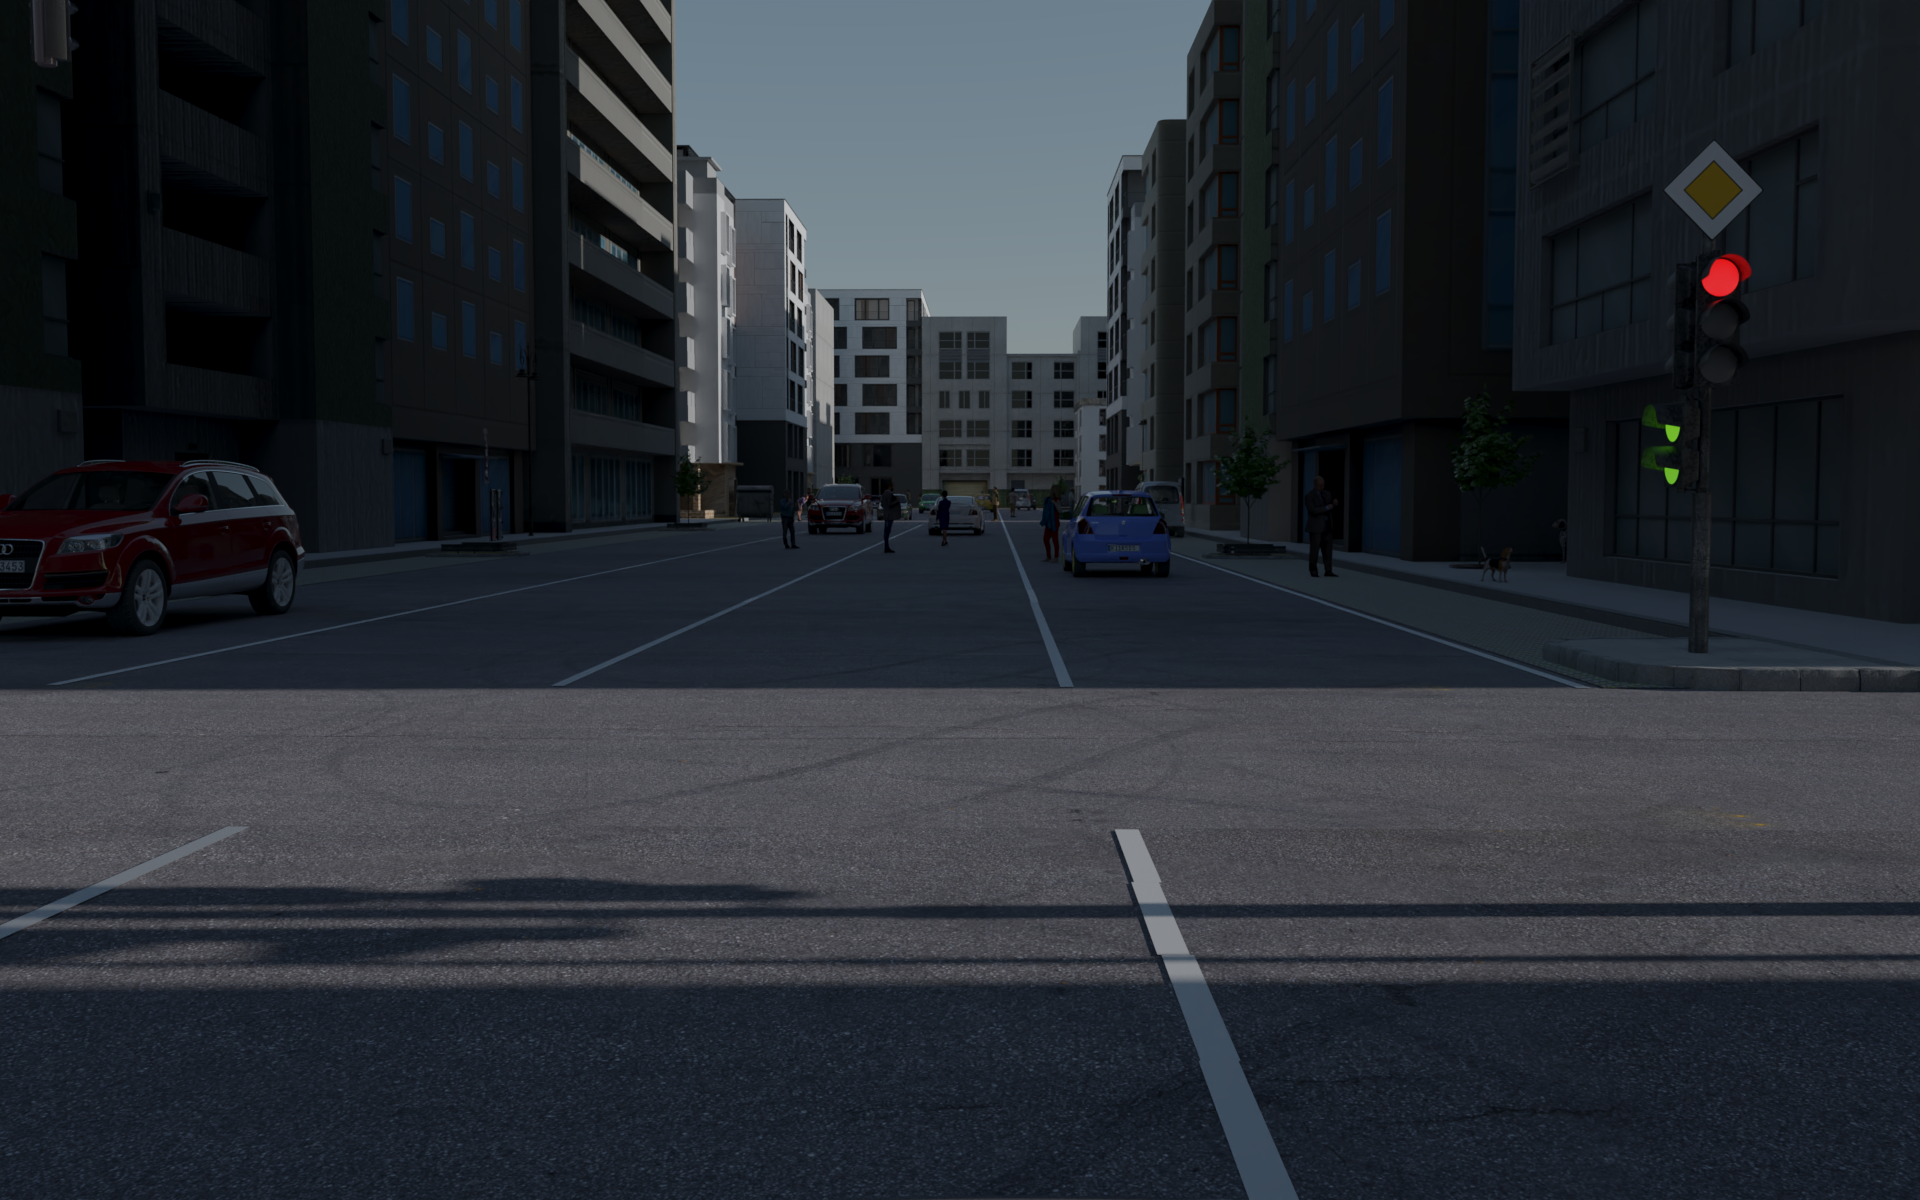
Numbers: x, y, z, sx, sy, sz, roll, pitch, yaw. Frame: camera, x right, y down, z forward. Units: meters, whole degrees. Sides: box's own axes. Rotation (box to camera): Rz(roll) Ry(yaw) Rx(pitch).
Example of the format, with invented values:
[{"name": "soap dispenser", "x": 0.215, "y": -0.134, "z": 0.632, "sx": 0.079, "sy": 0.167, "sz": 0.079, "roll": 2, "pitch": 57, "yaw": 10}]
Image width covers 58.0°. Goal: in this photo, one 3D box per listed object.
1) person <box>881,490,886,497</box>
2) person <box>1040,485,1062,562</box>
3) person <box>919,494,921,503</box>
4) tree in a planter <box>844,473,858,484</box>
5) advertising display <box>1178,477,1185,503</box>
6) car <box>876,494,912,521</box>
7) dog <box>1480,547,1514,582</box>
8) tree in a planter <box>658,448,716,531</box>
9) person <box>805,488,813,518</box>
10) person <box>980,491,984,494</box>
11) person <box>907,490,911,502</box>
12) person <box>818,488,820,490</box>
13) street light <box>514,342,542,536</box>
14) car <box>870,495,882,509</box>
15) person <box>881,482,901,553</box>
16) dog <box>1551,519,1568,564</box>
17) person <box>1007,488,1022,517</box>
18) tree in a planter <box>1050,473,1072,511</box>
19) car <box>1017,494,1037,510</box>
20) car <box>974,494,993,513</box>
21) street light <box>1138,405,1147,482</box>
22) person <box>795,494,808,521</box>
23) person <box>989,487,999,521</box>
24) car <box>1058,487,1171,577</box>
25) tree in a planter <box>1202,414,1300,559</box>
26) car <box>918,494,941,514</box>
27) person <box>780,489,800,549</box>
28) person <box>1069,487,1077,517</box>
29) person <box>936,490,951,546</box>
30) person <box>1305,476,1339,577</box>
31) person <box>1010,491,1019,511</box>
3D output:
[{"name": "person", "x": -4.799, "y": -6.319, "z": 112.605, "sx": 0.721, "sy": 1.735, "sz": 1.217, "roll": 2, "pitch": 4, "yaw": 34}, {"name": "person", "x": 1.907, "y": -1.600, "z": 36.364, "sx": 0.444, "sy": 1.614, "sz": 0.593, "roll": 0, "pitch": 4, "yaw": -2}, {"name": "person", "x": -3.637, "y": -8.984, "z": 158.647, "sx": 0.557, "sy": 1.426, "sz": 1.065, "roll": 1, "pitch": 4, "yaw": 16}, {"name": "tree in a planter", "x": -9.160, "y": -8.989, "z": 144.186, "sx": 1.991, "sy": 3.239, "sz": 1.994, "roll": 0, "pitch": 4, "yaw": 1}, {"name": "advertising display", "x": 8.454, "y": -3.734, "z": 66.264, "sx": 0.123, "sy": 1.923, "sz": 0.974, "roll": 0, "pitch": 4, "yaw": -1}, {"name": "car", "x": -3.567, "y": -5.191, "z": 94.655, "sx": 2.009, "sy": 1.686, "sz": 4.222, "roll": 0, "pitch": 4, "yaw": 2}, {"name": "dog", "x": 7.847, "y": -0.519, "z": 25.310, "sx": 0.540, "sy": 0.507, "sz": 0.406, "roll": 2, "pitch": 4, "yaw": 27}, {"name": "tree in a planter", "x": -10.556, "y": -4.280, "z": 67.194, "sx": 1.991, "sy": 3.239, "sz": 1.994, "roll": 0, "pitch": 4, "yaw": 1}, {"name": "person", "x": -9.084, "y": -5.835, "z": 103.924, "sx": 0.705, "sy": 1.821, "sz": 1.348, "roll": -2, "pitch": 4, "yaw": -30}, {"name": "person", "x": 2.075, "y": -9.416, "z": 163.117, "sx": 0.621, "sy": 1.740, "sz": 0.551, "roll": -3, "pitch": 4, "yaw": -39}, {"name": "person", "x": -4.844, "y": -9.371, "z": 161.813, "sx": 0.705, "sy": 1.812, "sz": 1.348, "roll": 1, "pitch": 4, "yaw": 18}, {"name": "person", "x": -7.885, "y": -5.537, "z": 99.553, "sx": 0.721, "sy": 1.766, "sz": 1.217, "roll": -2, "pitch": 4, "yaw": -26}, {"name": "street light", "x": -13.151, "y": -4.901, "z": 52.919, "sx": 0.468, "sy": 5.910, "sz": 1.993, "roll": 0, "pitch": 4, "yaw": 1}, {"name": "car", "x": -6.995, "y": -8.043, "z": 144.081, "sx": 1.945, "sy": 1.354, "sz": 3.894, "roll": 0, "pitch": 4, "yaw": 1}, {"name": "person", "x": -1.675, "y": -2.013, "z": 42.241, "sx": 0.431, "sy": 1.722, "sz": 0.655, "roll": -1, "pitch": 4, "yaw": -14}, {"name": "dog", "x": 11.278, "y": -1.063, "z": 31.765, "sx": 0.513, "sy": 0.831, "sz": 0.800, "roll": -1, "pitch": 4, "yaw": -14}, {"name": "person", "x": 3.280, "y": -6.000, "z": 106.598, "sx": 0.705, "sy": 1.824, "sz": 1.348, "roll": -3, "pitch": 4, "yaw": -39}, {"name": "tree in a planter", "x": 8.311, "y": -8.896, "z": 142.665, "sx": 1.991, "sy": 3.239, "sz": 1.994, "roll": 0, "pitch": 4, "yaw": 1}, {"name": "car", "x": 6.020, "y": -8.976, "z": 156.545, "sx": 2.009, "sy": 1.686, "sz": 4.222, "roll": 0, "pitch": 4, "yaw": 1}, {"name": "car", "x": 1.749, "y": -7.662, "z": 135.492, "sx": 2.015, "sy": 1.641, "sz": 3.980, "roll": 0, "pitch": 4, "yaw": -1}, {"name": "street light", "x": 9.290, "y": -7.040, "z": 87.888, "sx": 0.468, "sy": 5.910, "sz": 1.993, "roll": 0, "pitch": 4, "yaw": 1}, {"name": "person", "x": -8.270, "y": -4.812, "z": 90.411, "sx": 0.697, "sy": 1.427, "sz": 0.421, "roll": -1, "pitch": 4, "yaw": -12}, {"name": "person", "x": 1.834, "y": -5.064, "z": 91.390, "sx": 0.705, "sy": 1.812, "sz": 1.348, "roll": -1, "pitch": 4, "yaw": -18}, {"name": "car", "x": 2.762, "y": -1.318, "z": 31.135, "sx": 1.945, "sy": 1.707, "sz": 3.694, "roll": 0, "pitch": 4, "yaw": -1}, {"name": "tree in a planter", "x": 6.441, "y": -2.530, "z": 38.582, "sx": 1.991, "sy": 3.239, "sz": 1.994, "roll": 0, "pitch": 4, "yaw": 1}, {"name": "car", "x": -2.109, "y": -7.307, "z": 128.273, "sx": 1.959, "sy": 1.807, "sz": 4.718, "roll": 0, "pitch": 4, "yaw": 2}, {"name": "person", "x": -4.460, "y": -2.104, "z": 45.119, "sx": 0.499, "sy": 1.552, "sz": 0.429, "roll": -1, "pitch": 4, "yaw": -23}, {"name": "person", "x": 6.213, "y": -5.337, "z": 95.844, "sx": 0.705, "sy": 1.814, "sz": 1.350, "roll": -1, "pitch": 4, "yaw": -8}, {"name": "person", "x": -0.510, "y": -2.250, "z": 47.659, "sx": 0.546, "sy": 1.535, "sz": 0.453, "roll": 3, "pitch": 4, "yaw": 38}, {"name": "person", "x": 6.232, "y": -1.254, "z": 29.698, "sx": 0.600, "sy": 1.739, "sz": 0.565, "roll": 3, "pitch": 4, "yaw": 37}, {"name": "person", "x": 4.251, "y": -7.786, "z": 136.735, "sx": 0.756, "sy": 1.711, "sz": 0.436, "roll": 1, "pitch": 4, "yaw": 19}]
